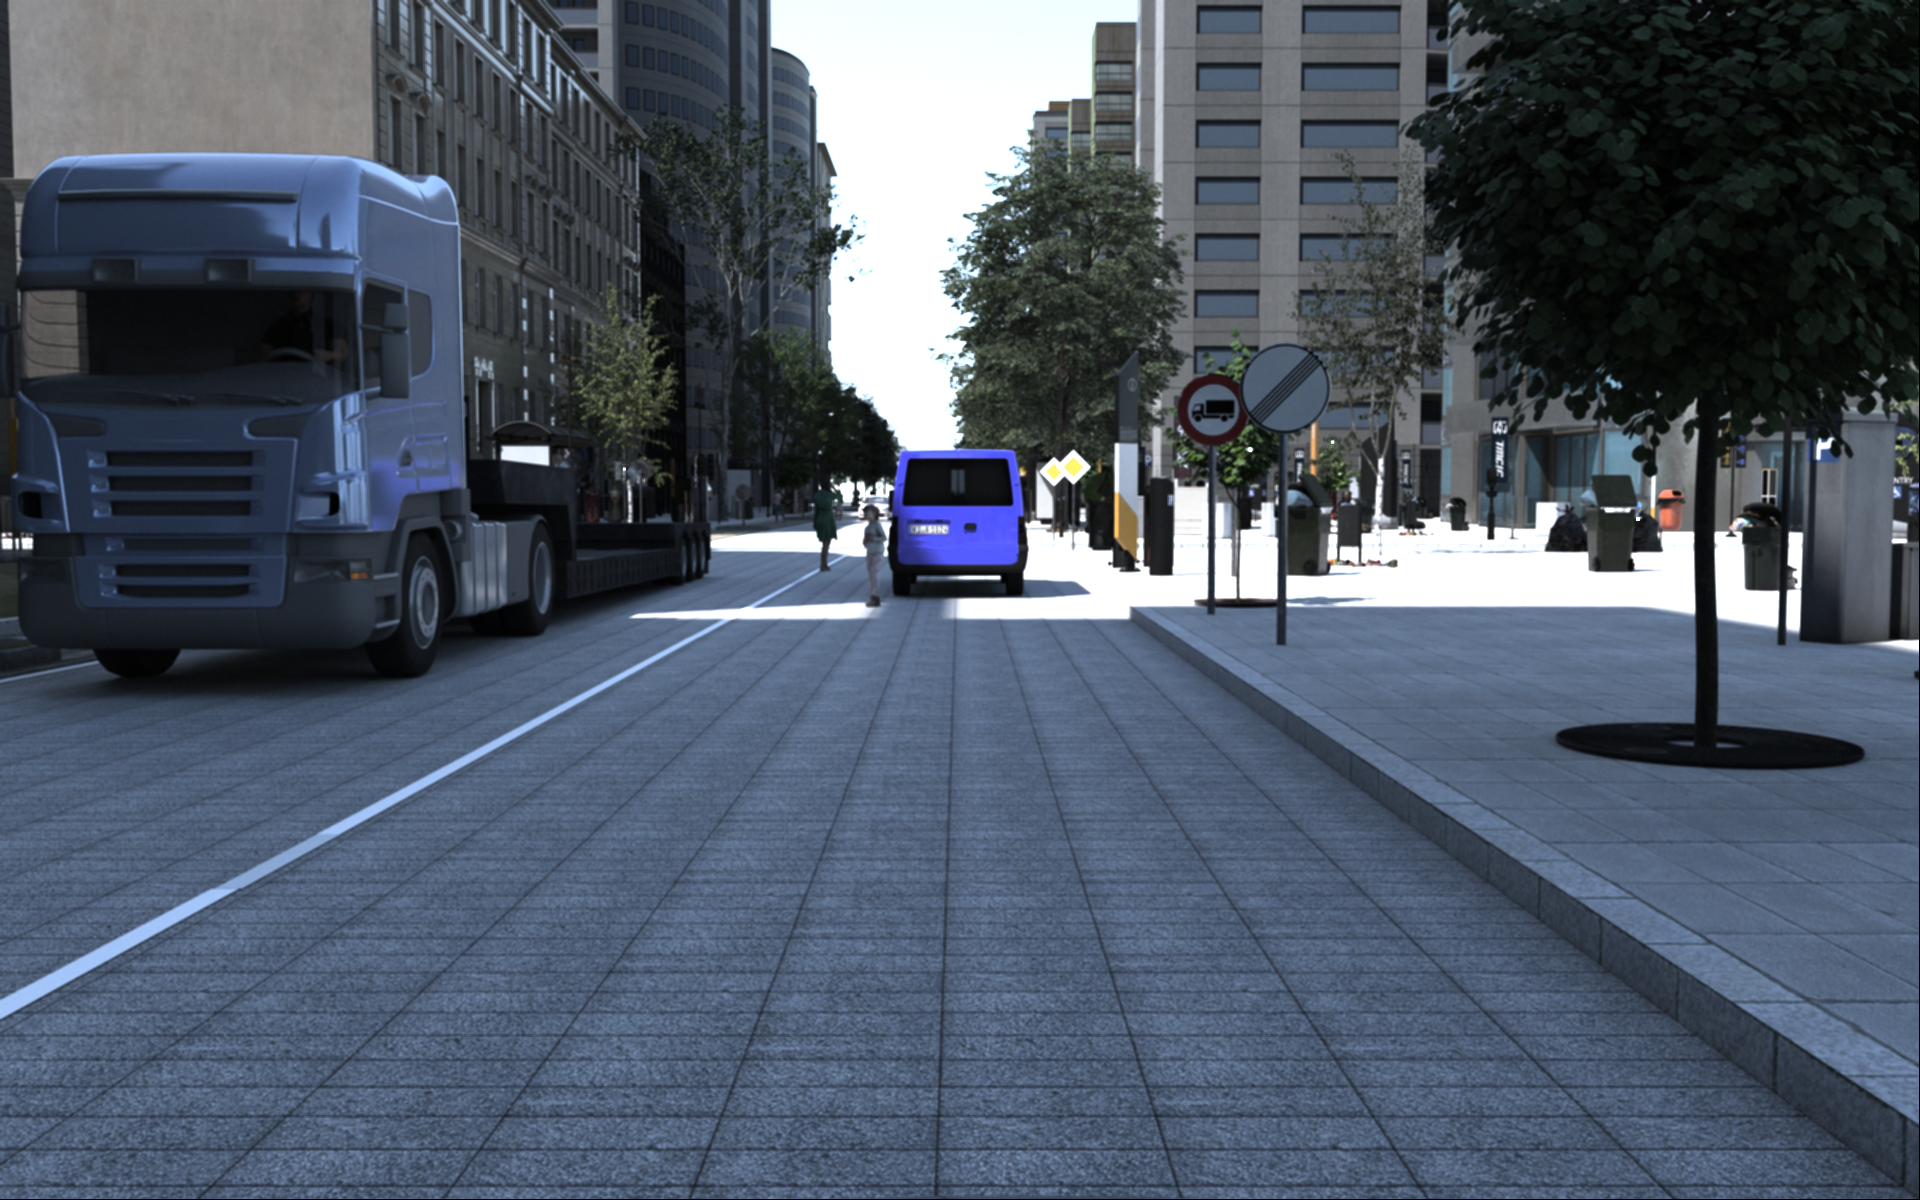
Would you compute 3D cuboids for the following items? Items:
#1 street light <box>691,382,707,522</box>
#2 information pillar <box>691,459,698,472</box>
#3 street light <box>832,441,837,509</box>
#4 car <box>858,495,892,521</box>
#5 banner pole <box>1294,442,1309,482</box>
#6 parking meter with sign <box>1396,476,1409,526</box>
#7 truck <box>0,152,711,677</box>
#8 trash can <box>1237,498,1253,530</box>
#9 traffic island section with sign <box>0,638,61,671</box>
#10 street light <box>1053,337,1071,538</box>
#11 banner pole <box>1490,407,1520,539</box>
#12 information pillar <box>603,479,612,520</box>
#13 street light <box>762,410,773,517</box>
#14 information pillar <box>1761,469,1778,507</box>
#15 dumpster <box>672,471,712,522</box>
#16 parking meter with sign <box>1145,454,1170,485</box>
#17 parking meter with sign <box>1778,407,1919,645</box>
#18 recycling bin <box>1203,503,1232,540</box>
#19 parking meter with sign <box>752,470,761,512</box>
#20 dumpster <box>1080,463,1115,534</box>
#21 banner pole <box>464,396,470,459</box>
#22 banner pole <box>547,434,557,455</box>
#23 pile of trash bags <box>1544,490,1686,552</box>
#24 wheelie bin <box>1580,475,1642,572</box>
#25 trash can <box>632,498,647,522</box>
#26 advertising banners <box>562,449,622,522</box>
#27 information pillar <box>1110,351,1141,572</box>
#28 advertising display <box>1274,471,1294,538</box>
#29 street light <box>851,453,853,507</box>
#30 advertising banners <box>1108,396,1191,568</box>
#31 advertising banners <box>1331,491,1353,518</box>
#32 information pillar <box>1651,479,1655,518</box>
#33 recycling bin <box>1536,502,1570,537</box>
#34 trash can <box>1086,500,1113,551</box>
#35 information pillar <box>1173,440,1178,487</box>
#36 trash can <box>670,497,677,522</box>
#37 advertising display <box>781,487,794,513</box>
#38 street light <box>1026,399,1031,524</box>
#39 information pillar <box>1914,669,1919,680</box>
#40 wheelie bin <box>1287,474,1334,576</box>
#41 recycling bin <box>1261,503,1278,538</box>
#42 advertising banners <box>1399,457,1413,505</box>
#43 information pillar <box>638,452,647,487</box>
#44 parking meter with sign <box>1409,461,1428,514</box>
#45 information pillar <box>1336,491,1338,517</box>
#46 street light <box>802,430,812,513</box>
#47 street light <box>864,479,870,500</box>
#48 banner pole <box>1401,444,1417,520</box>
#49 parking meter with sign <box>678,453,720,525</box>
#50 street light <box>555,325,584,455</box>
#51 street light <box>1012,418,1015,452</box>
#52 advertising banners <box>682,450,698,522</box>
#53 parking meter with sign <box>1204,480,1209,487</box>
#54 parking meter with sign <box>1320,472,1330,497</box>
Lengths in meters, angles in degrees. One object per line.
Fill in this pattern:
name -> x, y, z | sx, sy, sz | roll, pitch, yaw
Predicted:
street light -> -10.717, -6.033, 71.429 | 0.468, 5.910, 1.993 | 0, 3, 0
information pillar -> -17.803, -7.650, 116.435 | 0.504, 3.616, 0.183 | 1, 4, 21
street light -> -10.697, -10.690, 147.562 | 0.468, 5.910, 1.993 | 0, 3, 0
car -> -4.501, -5.072, 95.286 | 2.083, 1.381, 4.827 | 0, 4, 2
banner pole -> 16.459, -5.699, 83.189 | 0.863, 3.779, 0.401 | 1, 4, 20
parking meter with sign -> 17.122, -4.418, 68.488 | 0.543, 3.016, 1.738 | 2, 4, 31
truck -> -5.449, -1.882, 20.523 | 2.967, 4.110, 18.799 | 0, 4, 0
trash can -> 10.167, -3.093, 62.224 | 0.748, 1.137, 0.748 | 0, 3, 0
traffic island section with sign -> -8.685, -0.348, 14.315 | 1.989, 1.847, 2.006 | 0, 3, 0
street light -> 2.994, -4.783, 50.997 | 0.468, 5.910, 1.993 | 0, 3, 0
banner pole -> 15.595, -3.641, 49.545 | 0.863, 3.779, 0.401 | 1, 4, 22
information pillar -> -17.187, -4.894, 84.509 | 0.304, 2.012, 0.304 | 1, 4, 16
street light -> -10.616, -7.516, 95.679 | 0.468, 5.910, 1.993 | 0, 3, 0
information pillar -> 23.674, -2.825, 50.686 | 0.304, 2.012, 0.304 | -1, 4, -13
dumpster -> -11.491, -4.387, 74.223 | 1.502, 2.255, 1.985 | 0, 4, 0
parking meter with sign -> 8.710, -4.828, 75.199 | 0.543, 3.016, 1.738 | -3, 4, -39
parking meter with sign -> 7.731, -1.146, 14.994 | 1.738, 3.016, 0.543 | -2, 4, -26
recycling bin -> 7.404, -2.249, 49.320 | 0.722, 1.027, 0.722 | 3, 5, 45
parking meter with sign -> -14.801, -7.635, 121.098 | 1.738, 3.016, 0.543 | 1, 4, 12
dumpster -> 4.651, -3.242, 55.495 | 1.502, 2.255, 1.985 | 0, 3, 0
banner pole -> -11.358, -2.981, 38.761 | 0.863, 3.779, 0.401 | 0, 4, -2
banner pole -> -15.099, -4.530, 64.083 | 0.401, 3.779, 0.863 | -3, 5, -42
pile of trash bags -> 14.874, -1.769, 38.682 | 3.447, 1.369, 1.912 | -2, 4, -28
wheelie bin -> 10.697, -1.265, 28.584 | 0.980, 1.594, 0.693 | 0, 4, 0
trash can -> -12.514, -3.413, 67.449 | 0.748, 1.137, 0.748 | 0, 3, 0
advertising banners -> -11.563, -3.567, 54.503 | 2.074, 3.025, 0.090 | -2, 4, -29
information pillar -> 2.734, -2.262, 28.346 | 0.504, 3.616, 0.183 | -3, 5, -42
advertising display -> 9.292, -2.721, 49.705 | 0.123, 1.923, 0.974 | -1, 4, -17
street light -> -10.662, -12.119, 170.930 | 0.468, 5.910, 1.993 | 0, 3, 0
advertising banners -> 3.404, -2.099, 30.506 | 2.074, 3.025, 0.090 | -3, 4, -38
advertising banners -> 18.750, -5.569, 87.242 | 2.074, 3.025, 0.090 | 0, 4, 3
information pillar -> 19.628, -3.526, 48.997 | 0.183, 3.616, 0.504 | 1, 4, 23
recycling bin -> 17.899, -2.430, 52.288 | 0.722, 1.027, 0.722 | -3, 4, -37
trash can -> 3.241, -1.705, 39.526 | 0.748, 1.137, 0.748 | 0, 3, 0
information pillar -> 6.997, -3.971, 56.287 | 0.183, 3.616, 0.504 | 0, 4, -2
trash can -> -12.686, -4.056, 77.965 | 0.748, 1.137, 0.748 | 0, 3, 0
advertising display -> -11.727, -6.879, 117.681 | 0.974, 1.923, 0.123 | -2, 4, -33
street light -> 2.970, -6.245, 74.888 | 0.468, 5.910, 1.993 | 0, 3, 0
information pillar -> 6.749, -1.258, 11.919 | 0.183, 3.616, 0.504 | 1, 4, 19
wheelie bin -> 5.446, -1.184, 27.274 | 0.693, 1.594, 0.980 | 2, 4, 31
recycling bin -> 9.380, -2.374, 51.368 | 0.722, 1.027, 0.722 | 0, 4, -7
advertising banners -> 21.116, -5.251, 82.050 | 0.090, 3.025, 2.074 | 2, 4, 32
information pillar -> -17.651, -6.417, 96.278 | 0.504, 3.616, 0.183 | 0, 4, -2
parking meter with sign -> 23.928, -5.856, 92.004 | 1.738, 3.016, 0.543 | 1, 4, 15
information pillar -> 19.852, -5.356, 92.067 | 0.304, 2.012, 0.304 | -2, 4, -32
street light -> -10.657, -8.945, 119.046 | 0.468, 5.910, 1.993 | 0, 3, 0
street light -> -10.696, -13.548, 194.297 | 0.468, 5.910, 1.993 | 0, 3, 0
banner pole -> 22.376, -5.890, 86.324 | 0.863, 3.779, 0.401 | 0, 4, 1
parking meter with sign -> -10.966, -4.682, 72.810 | 1.738, 3.016, 0.543 | 0, 4, -1
street light -> -10.684, -4.569, 47.491 | 0.468, 5.910, 1.993 | 0, 3, 0
street light -> 3.077, -7.674, 98.256 | 0.468, 5.910, 1.993 | 0, 3, 0
advertising banners -> -10.681, -4.433, 68.660 | 0.090, 3.025, 2.074 | 0, 4, 8
parking meter with sign -> 12.577, -5.581, 87.507 | 0.543, 3.016, 1.738 | 1, 4, 18
parking meter with sign -> 14.709, -4.615, 71.712 | 0.543, 3.016, 1.738 | -2, 4, -30
